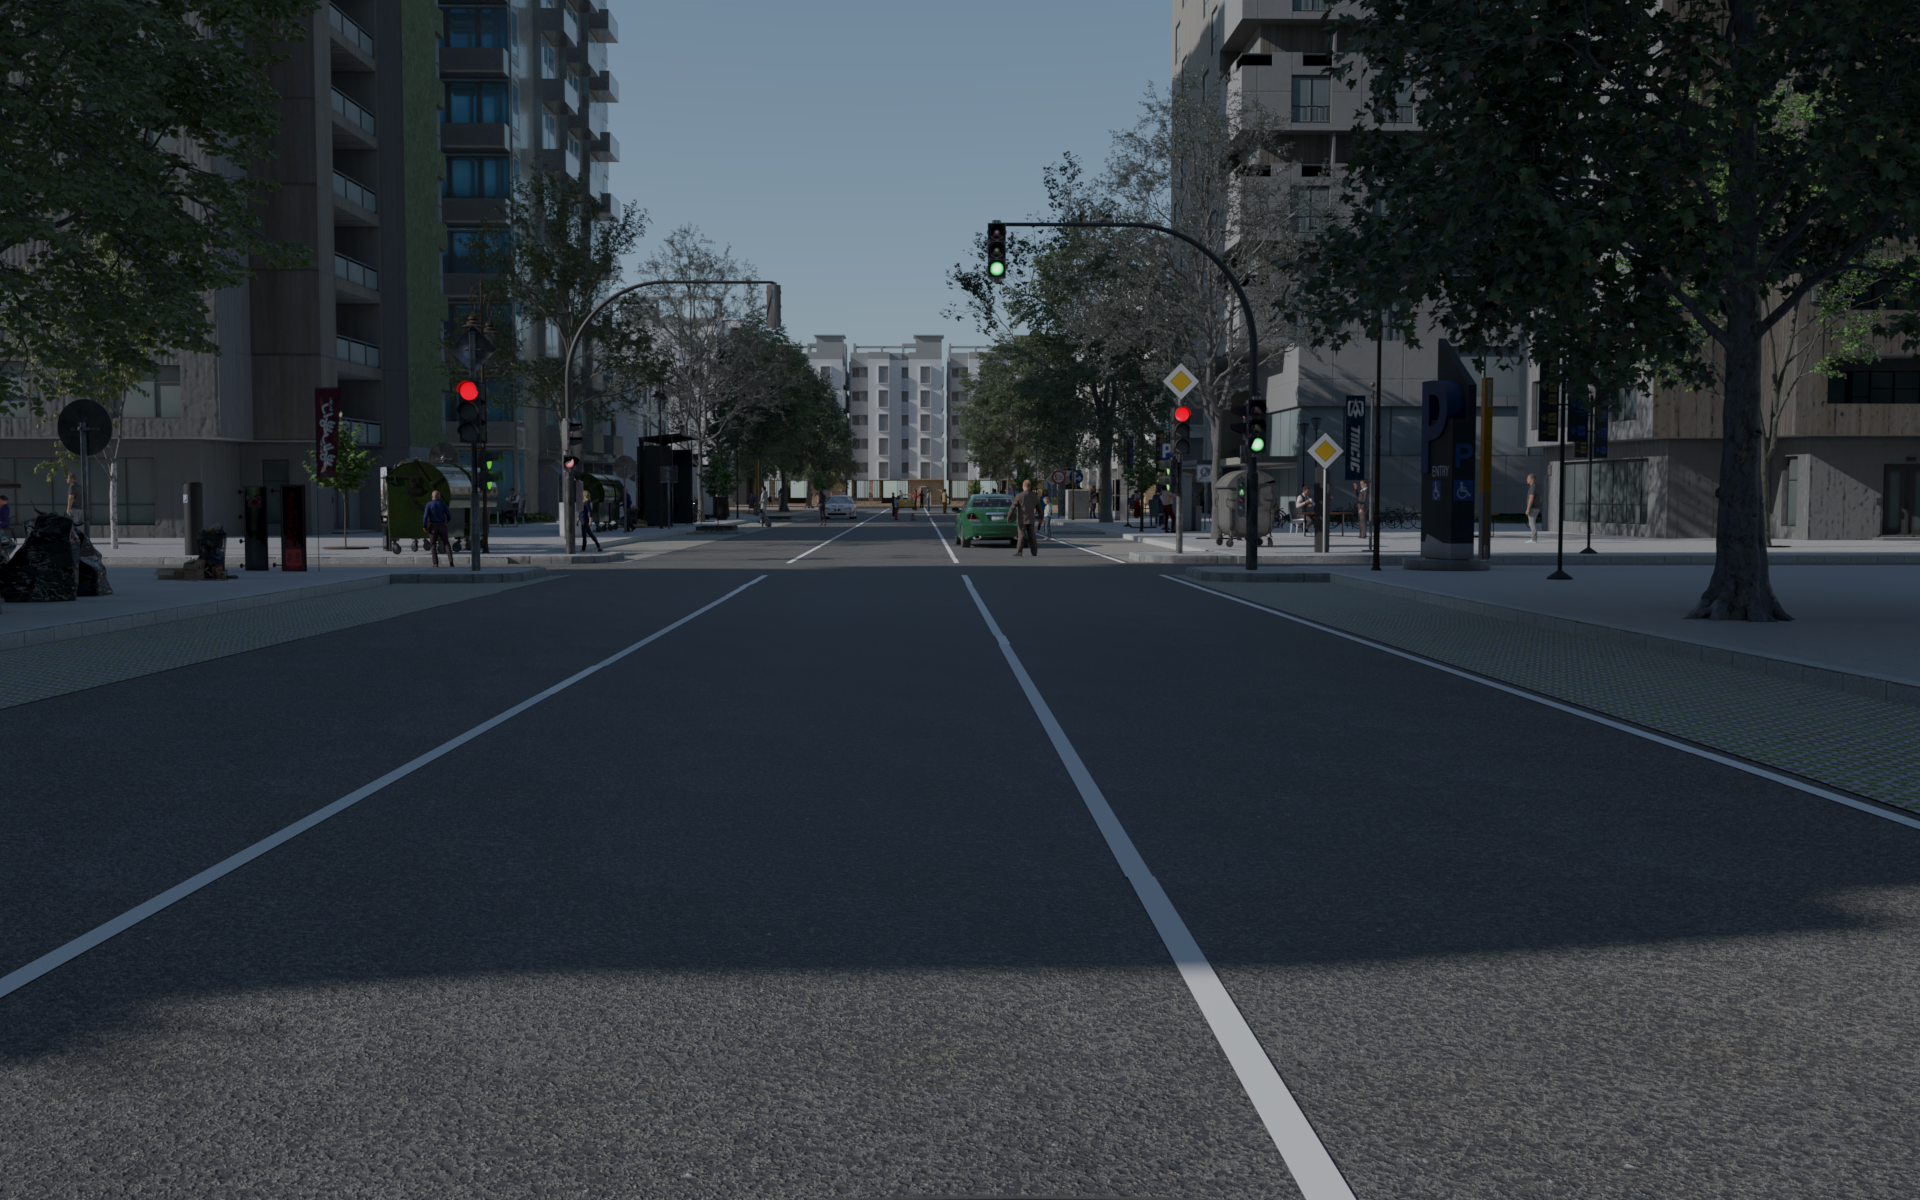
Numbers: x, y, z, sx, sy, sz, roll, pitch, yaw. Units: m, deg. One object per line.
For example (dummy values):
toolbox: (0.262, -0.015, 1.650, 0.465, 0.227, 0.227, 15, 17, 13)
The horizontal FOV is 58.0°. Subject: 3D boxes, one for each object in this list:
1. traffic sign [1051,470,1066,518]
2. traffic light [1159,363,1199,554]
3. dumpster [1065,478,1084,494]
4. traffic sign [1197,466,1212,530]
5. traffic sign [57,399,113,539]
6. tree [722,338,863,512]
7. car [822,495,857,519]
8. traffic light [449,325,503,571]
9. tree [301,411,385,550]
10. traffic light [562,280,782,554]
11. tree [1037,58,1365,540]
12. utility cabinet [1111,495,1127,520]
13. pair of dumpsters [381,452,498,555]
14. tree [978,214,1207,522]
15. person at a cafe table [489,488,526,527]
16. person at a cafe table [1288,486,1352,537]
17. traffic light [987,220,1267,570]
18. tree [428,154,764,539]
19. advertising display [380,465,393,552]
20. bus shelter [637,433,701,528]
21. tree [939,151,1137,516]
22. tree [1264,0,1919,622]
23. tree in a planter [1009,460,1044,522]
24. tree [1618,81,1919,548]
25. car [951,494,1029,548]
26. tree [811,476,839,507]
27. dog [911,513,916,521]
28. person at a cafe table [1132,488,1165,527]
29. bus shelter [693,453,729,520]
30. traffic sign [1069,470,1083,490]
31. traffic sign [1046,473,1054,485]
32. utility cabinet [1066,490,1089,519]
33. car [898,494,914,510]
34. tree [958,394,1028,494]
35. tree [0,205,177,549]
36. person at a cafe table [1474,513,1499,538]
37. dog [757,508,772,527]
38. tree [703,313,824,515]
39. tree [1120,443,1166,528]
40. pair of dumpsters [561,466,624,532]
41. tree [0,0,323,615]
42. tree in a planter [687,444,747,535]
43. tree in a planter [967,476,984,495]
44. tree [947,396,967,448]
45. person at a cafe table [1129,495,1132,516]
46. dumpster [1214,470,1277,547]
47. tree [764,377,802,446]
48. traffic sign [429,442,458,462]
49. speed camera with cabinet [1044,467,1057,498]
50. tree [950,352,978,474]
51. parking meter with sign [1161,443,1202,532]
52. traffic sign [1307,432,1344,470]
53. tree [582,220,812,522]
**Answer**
traffic sign: (5.205, -5.582, 91.377, 0.768, 2.556, 0.104, 0, 4, 4)
traffic light: (4.707, -2.954, 37.212, 0.839, 4.253, 0.868, 0, 4, -1)
dumpster: (6.950, -6.491, 108.624, 1.502, 2.255, 1.985, 0, 4, -1)
traffic sign: (8.646, -3.606, 61.084, 0.606, 2.300, 0.079, 0, 4, 6)
traffic sign: (-11.695, -1.410, 23.157, 0.768, 2.556, 0.104, 0, 4, 4)
tree: (-12.789, -12.741, 125.315, 9.611, 12.733, 9.660, 0, 3, 0)
car: (-6.940, -5.349, 99.820, 2.083, 1.381, 4.827, 0, 4, 0)
traffic light: (-8.087, -2.444, 28.886, 0.839, 4.253, 0.868, 0, 4, -1)
tree: (-14.398, -2.803, 40.428, 1.663, 3.219, 1.824, 0, 3, 0)
traffic light: (-6.200, -3.810, 36.956, 4.771, 5.953, 1.251, 0, 4, -1)
tree: (7.234, -8.477, 48.968, 12.009, 13.543, 11.850, 0, 3, 0)
utility cabinet: (7.754, -4.539, 85.377, 1.020, 1.237, 0.306, 0, 4, 8)
pair of dumpsters: (-11.583, -2.212, 38.655, 1.574, 2.255, 4.437, 0, 4, -2)
tree: (6.535, -10.503, 78.375, 9.857, 13.997, 8.962, 0, 3, 0)
person at a cafe table: (-17.658, -3.602, 67.400, 1.698, 1.524, 1.622, 2, 4, 33)
person at a cafe table: (10.735, -2.684, 52.393, 1.622, 1.524, 1.698, 3, 5, 40)
traffic light: (2.821, -3.325, 29.036, 4.771, 5.953, 1.251, 0, 4, -1)
tree: (-11.349, -6.984, 48.602, 8.767, 10.594, 7.601, 3, 5, 45)
advertising display: (-12.894, -2.063, 38.947, 0.123, 1.923, 0.974, -2, 4, -27)
bus shelter: (-11.603, -4.780, 69.432, 1.731, 3.624, 6.357, 0, 4, -1)
tree: (5.128, -14.842, 98.555, 12.611, 20.169, 13.585, 0, 3, 0)
tree: (7.917, -6.147, 17.508, 9.611, 12.733, 9.660, 0, 3, 0)
tree in a planter: (3.420, -5.628, 89.236, 1.991, 3.239, 1.994, 0, 4, -1)
tree: (19.432, -7.083, 41.568, 9.928, 11.665, 9.643, 0, 3, 0)
car: (0.859, -2.199, 47.748, 2.131, 1.459, 4.920, 0, 4, -3)
tree: (-14.016, -11.766, 176.084, 4.285, 4.588, 4.351, 0, 3, 0)
dog: (-2.466, -4.498, 93.742, 0.550, 0.427, 0.748, 3, 5, 39)
person at a cafe table: (8.046, -3.672, 68.546, 1.698, 1.524, 1.622, 3, 4, 36)
bus shelter: (-13.121, -5.811, 88.938, 2.014, 3.302, 5.546, 0, 4, -1)
traffic sign: (6.078, -5.538, 90.657, 0.768, 2.556, 0.104, 0, 4, 7)
traffic sign: (5.751, -6.627, 108.079, 0.795, 2.593, 0.064, 0, 4, 5)
utility cabinet: (5.918, -4.803, 87.205, 1.173, 1.500, 0.318, -1, 4, -21)
car: (-5.024, -9.137, 159.605, 2.015, 1.641, 3.980, 0, 4, -2)
tree: (3.931, -15.702, 182.487, 9.928, 11.665, 9.643, 0, 3, 0)
tree: (-19.998, -5.508, 40.420, 4.737, 8.622, 4.395, 0, 3, 0)
person at a cafe table: (15.105, -2.624, 51.425, 1.622, 1.524, 1.698, 1, 4, 21)
dog: (-8.298, -3.507, 74.184, 0.513, 0.831, 0.800, -2, 4, -35)
tree: (-12.173, -11.630, 108.274, 7.486, 12.596, 7.792, 0, 3, 0)
tree: (6.782, -4.320, 65.239, 1.663, 3.219, 1.824, 0, 3, 0)
pair of dumpsters: (-12.632, -3.495, 59.631, 1.574, 2.255, 4.437, 0, 4, -2)
tree: (-10.532, -6.137, 18.473, 7.486, 12.596, 7.792, 0, 3, 0)
tree in a planter: (-8.639, -3.944, 61.705, 1.991, 3.239, 1.994, 0, 4, -1)
tree in a planter: (1.483, -10.320, 165.955, 1.991, 3.239, 1.994, 0, 4, -1)
tree: (4.012, -14.519, 147.757, 12.009, 13.543, 11.850, 0, 3, 0)
person at a cafe table: (10.565, -5.774, 102.916, 1.698, 1.524, 1.622, 2, 4, 31)
dumpster: (6.974, -2.233, 42.261, 1.264, 1.857, 1.865, 0, 4, -2)
tree: (-13.060, -9.952, 97.129, 8.767, 10.594, 7.601, -1, 4, -9)
traffic sign: (-12.719, -2.605, 42.705, 0.768, 2.556, 0.104, 0, 4, 4)
speed camera with cabinet: (6.428, -7.109, 110.574, 2.038, 3.252, 0.660, -1, 4, -18)
tree: (4.388, -13.704, 130.720, 9.857, 13.997, 8.962, 0, 3, 0)
parking meter with sign: (7.615, -3.858, 59.332, 0.543, 3.016, 1.738, 3, 5, 44)
traffic sign: (7.806, -2.277, 36.959, 0.795, 2.593, 0.064, 0, 4, 0)
tree: (-11.973, -10.301, 78.792, 12.009, 13.543, 11.850, 0, 3, 0)
